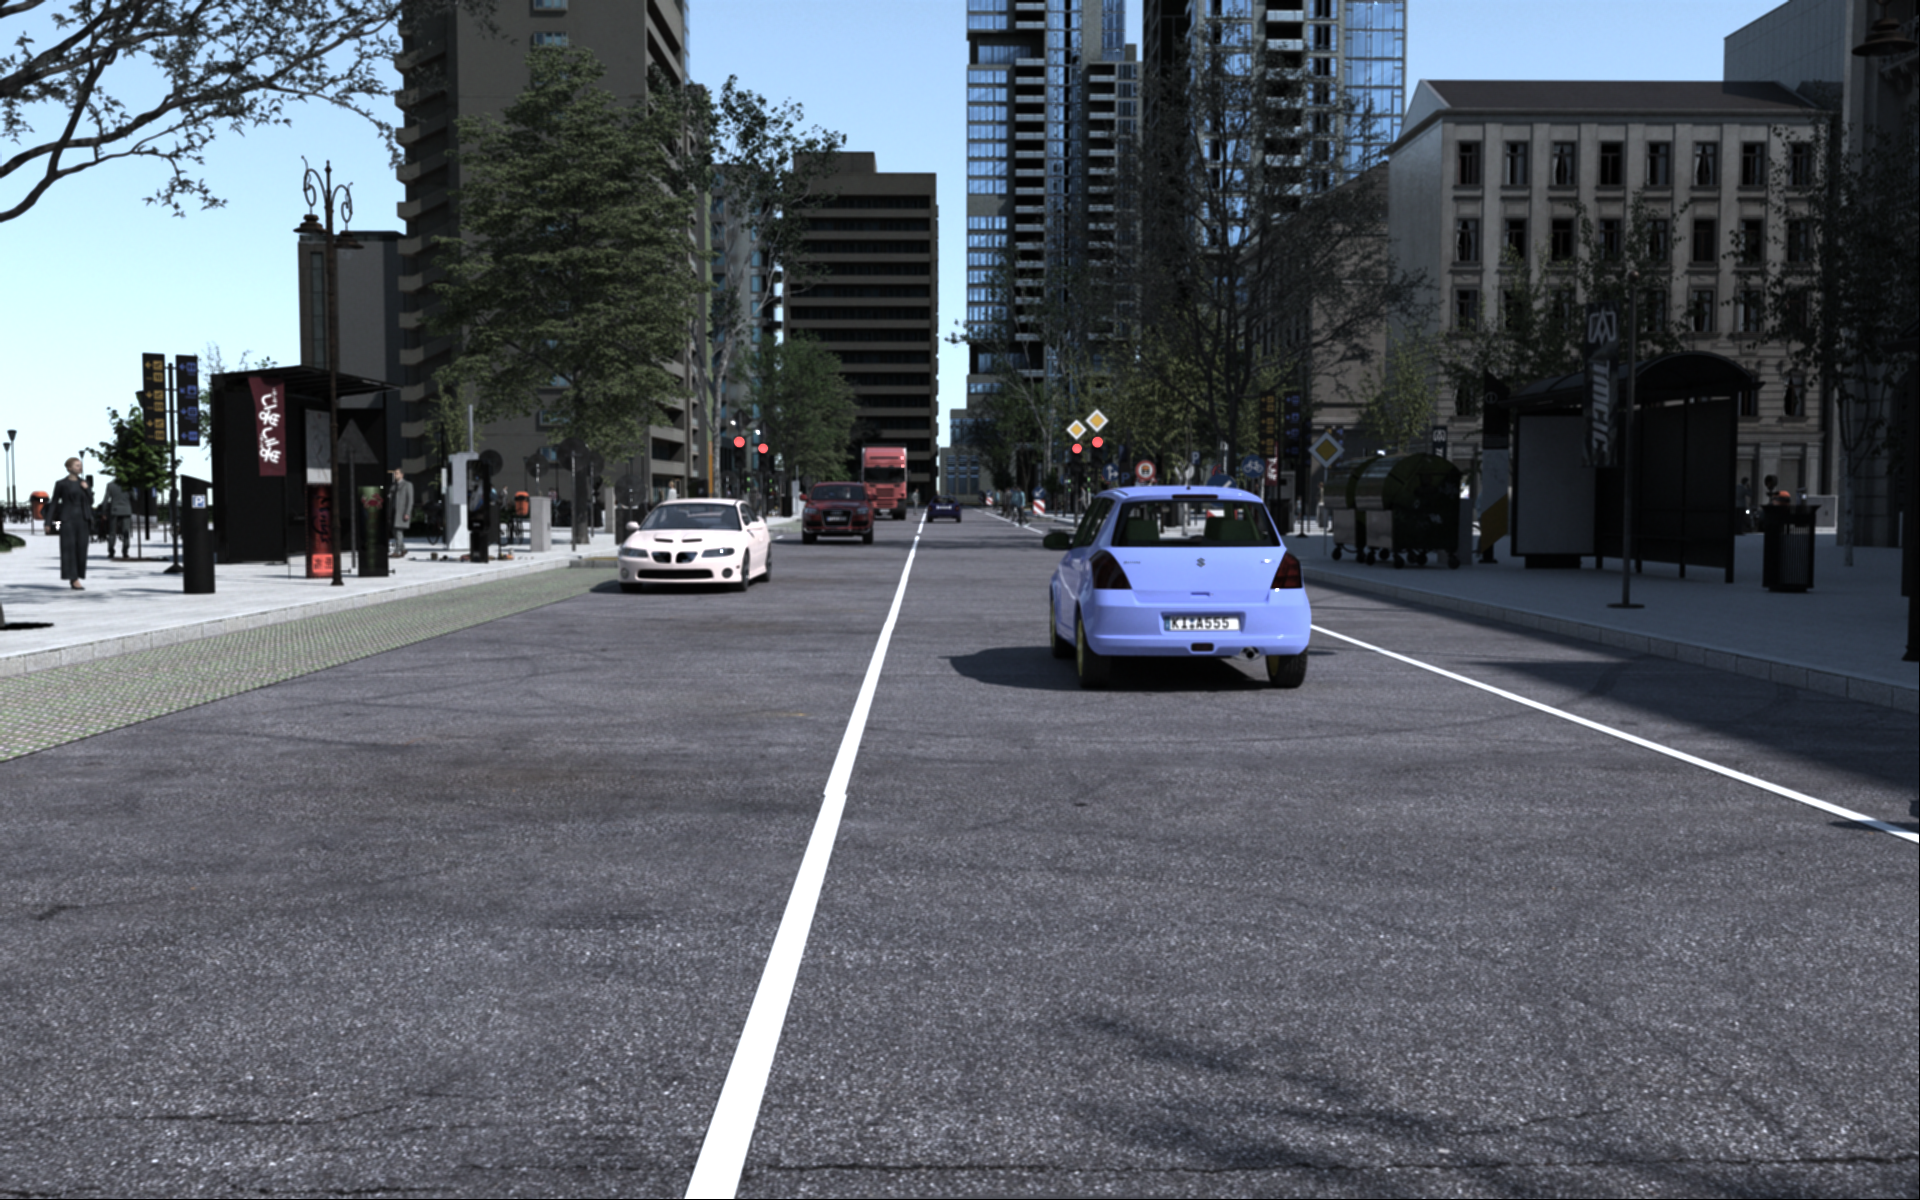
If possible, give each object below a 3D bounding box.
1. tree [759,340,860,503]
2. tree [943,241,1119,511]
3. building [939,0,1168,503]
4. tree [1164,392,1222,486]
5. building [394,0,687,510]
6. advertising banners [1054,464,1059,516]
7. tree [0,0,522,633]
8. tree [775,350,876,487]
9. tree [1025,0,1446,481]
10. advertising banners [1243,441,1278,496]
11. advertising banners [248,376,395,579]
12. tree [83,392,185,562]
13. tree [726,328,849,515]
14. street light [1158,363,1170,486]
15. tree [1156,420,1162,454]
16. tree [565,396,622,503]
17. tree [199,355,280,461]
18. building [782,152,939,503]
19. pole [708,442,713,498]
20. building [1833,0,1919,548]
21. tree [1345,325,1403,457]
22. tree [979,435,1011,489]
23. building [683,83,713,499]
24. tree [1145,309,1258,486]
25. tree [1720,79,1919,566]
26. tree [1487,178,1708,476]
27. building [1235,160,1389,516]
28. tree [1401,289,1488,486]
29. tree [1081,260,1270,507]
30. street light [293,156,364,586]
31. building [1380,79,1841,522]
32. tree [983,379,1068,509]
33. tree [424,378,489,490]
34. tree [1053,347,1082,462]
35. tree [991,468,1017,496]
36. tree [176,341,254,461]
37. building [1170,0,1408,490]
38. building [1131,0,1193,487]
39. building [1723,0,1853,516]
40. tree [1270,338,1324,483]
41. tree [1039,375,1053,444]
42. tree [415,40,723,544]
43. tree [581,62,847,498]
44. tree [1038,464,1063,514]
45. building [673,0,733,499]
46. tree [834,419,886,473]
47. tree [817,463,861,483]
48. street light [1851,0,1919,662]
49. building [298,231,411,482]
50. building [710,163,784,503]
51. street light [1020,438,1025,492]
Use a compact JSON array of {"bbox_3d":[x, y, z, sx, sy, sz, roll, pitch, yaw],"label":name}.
[{"bbox_3d":[-11.138,-12.798,127.375,7.486,12.596,7.792,0,3,0],"label":"tree"},{"bbox_3d":[5.630,-16.775,130.168,12.611,20.169,13.585,0,3,0],"label":"tree"},{"bbox_3d":[12.549,-57.123,246.625,31.000,86.520,22.319,0,4,-1],"label":"building"},{"bbox_3d":[16.074,-10.101,115.513,4.360,8.622,3.978,0,3,0],"label":"tree"},{"bbox_3d":[-36.017,-32.178,149.814,21.300,48.544,21.600,0,4,-1],"label":"building"},{"bbox_3d":[5.607,-6.389,100.651,0.090,3.025,2.074,0,4,-2],"label":"advertising banners"},{"bbox_3d":[-9.392,-6.457,15.939,12.009,13.543,11.850,0,3,0],"label":"tree"},{"bbox_3d":[-11.831,-14.040,139.923,12.009,13.543,11.850,0,3,0],"label":"tree"},{"bbox_3d":[6.873,-8.177,44.063,12.009,13.543,11.850,0,3,0],"label":"tree"},{"bbox_3d":[9.506,-3.708,56.806,2.074,3.025,0.090,0,4,-3],"label":"advertising banners"},{"bbox_3d":[-9.668,-1.840,26.275,2.074,3.025,0.090,-2,4,-33],"label":"advertising banners"},{"bbox_3d":[-15.691,-2.357,33.134,1.663,3.219,1.824,0,3,0],"label":"tree"},{"bbox_3d":[-10.799,-11.192,108.747,9.928,11.665,9.643,0,3,0],"label":"tree"},{"bbox_3d":[6.599,-5.114,56.403,0.468,5.910,1.993,0,4,-1],"label":"street light"},{"bbox_3d":[16.178,-10.792,126.809,4.360,8.622,3.978,0,3,0],"label":"tree"},{"bbox_3d":[-25.298,-10.352,119.617,4.737,8.622,4.395,0,3,0],"label":"tree"},{"bbox_3d":[-16.455,-3.504,41.012,4.285,4.588,4.351,0,3,0],"label":"tree"},{"bbox_3d":[-13.896,-38.172,247.820,21.600,48.544,21.300,0,4,-1],"label":"building"},{"bbox_3d":[-9.689,-4.491,67.272,0.158,3.312,0.155,0,3,0],"label":"pole"},{"bbox_3d":[27.848,-11.571,30.989,13.314,21.916,24.055,0,4,-1],"label":"building"},{"bbox_3d":[18.383,-7.465,72.409,4.737,8.622,4.395,0,3,0],"label":"tree"},{"bbox_3d":[4.231,-15.167,198.336,4.737,8.622,4.395,0,3,0],"label":"tree"},{"bbox_3d":[-31.898,-29.622,167.917,14.154,41.232,14.086,0,4,-1],"label":"building"},{"bbox_3d":[15.055,-11.538,106.781,7.486,12.596,7.792,0,3,0],"label":"tree"},{"bbox_3d":[15.705,-4.902,30.510,4.360,8.622,3.978,0,3,0],"label":"tree"},{"bbox_3d":[15.635,-5.572,41.463,4.737,8.622,4.395,0,3,0],"label":"tree"},{"bbox_3d":[24.520,-16.487,120.474,10.553,20.767,40.483,0,4,-1],"label":"building"},{"bbox_3d":[15.773,-6.061,49.464,4.737,8.622,4.395,0,3,0],"label":"tree"},{"bbox_3d":[6.629,-6.259,52.705,4.737,8.622,4.395,0,3,0],"label":"tree"},{"bbox_3d":[-8.742,-3.141,24.136,0.468,5.910,1.993,0,4,-1],"label":"street light"},{"bbox_3d":[30.464,-14.315,83.207,18.267,20.994,9.793,0,4,-1],"label":"building"},{"bbox_3d":[5.918,-13.936,153.613,9.928,11.665,9.643,0,3,0],"label":"tree"},{"bbox_3d":[-30.307,-9.382,103.754,4.737,8.622,4.395,0,3,0],"label":"tree"},{"bbox_3d":[7.373,-7.630,75.118,4.737,8.622,4.395,0,3,0],"label":"tree"},{"bbox_3d":[5.059,-13.628,206.536,4.285,4.588,4.351,0,3,0],"label":"tree"},{"bbox_3d":[-35.055,-8.095,82.722,4.360,8.622,3.978,0,3,0],"label":"tree"},{"bbox_3d":[29.779,-52.094,164.413,22.319,86.520,31.000,0,4,-1],"label":"building"},{"bbox_3d":[29.224,-46.017,190.632,20.563,71.187,20.611,0,4,-1],"label":"building"},{"bbox_3d":[49.544,-16.294,84.434,19.932,24.808,12.078,0,4,-1],"label":"building"},{"bbox_3d":[14.075,-8.024,81.559,4.737,8.622,4.395,0,3,0],"label":"tree"},{"bbox_3d":[6.197,-8.251,85.273,4.737,8.622,4.395,0,3,0],"label":"tree"},{"bbox_3d":[-9.942,-7.729,44.504,7.486,12.596,7.792,0,3,0],"label":"tree"},{"bbox_3d":[-11.110,-13.470,76.118,12.611,20.169,13.585,0,3,0],"label":"tree"},{"bbox_3d":[6.023,-7.134,111.234,1.663,3.219,1.824,0,3,0],"label":"tree"},{"bbox_3d":[-41.895,-53.572,188.578,31.000,86.520,22.319,0,4,-1],"label":"building"},{"bbox_3d":[-12.220,-17.240,216.278,8.767,10.594,7.601,1,4,20],"label":"tree"},{"bbox_3d":[-11.562,-10.702,158.696,4.285,4.588,4.351,0,3,0],"label":"tree"},{"bbox_3d":[7.348,-2.468,13.147,0.468,5.910,1.993,0,4,-1],"label":"street light"},{"bbox_3d":[-64.515,-25.832,194.060,14.107,30.474,14.160,0,4,-1],"label":"building"},{"bbox_3d":[-40.330,-38.431,247.958,30.456,49.044,23.786,0,4,-1],"label":"building"},{"bbox_3d":[5.074,-10.214,139.793,0.468,5.910,1.993,0,4,-1],"label":"street light"}]
